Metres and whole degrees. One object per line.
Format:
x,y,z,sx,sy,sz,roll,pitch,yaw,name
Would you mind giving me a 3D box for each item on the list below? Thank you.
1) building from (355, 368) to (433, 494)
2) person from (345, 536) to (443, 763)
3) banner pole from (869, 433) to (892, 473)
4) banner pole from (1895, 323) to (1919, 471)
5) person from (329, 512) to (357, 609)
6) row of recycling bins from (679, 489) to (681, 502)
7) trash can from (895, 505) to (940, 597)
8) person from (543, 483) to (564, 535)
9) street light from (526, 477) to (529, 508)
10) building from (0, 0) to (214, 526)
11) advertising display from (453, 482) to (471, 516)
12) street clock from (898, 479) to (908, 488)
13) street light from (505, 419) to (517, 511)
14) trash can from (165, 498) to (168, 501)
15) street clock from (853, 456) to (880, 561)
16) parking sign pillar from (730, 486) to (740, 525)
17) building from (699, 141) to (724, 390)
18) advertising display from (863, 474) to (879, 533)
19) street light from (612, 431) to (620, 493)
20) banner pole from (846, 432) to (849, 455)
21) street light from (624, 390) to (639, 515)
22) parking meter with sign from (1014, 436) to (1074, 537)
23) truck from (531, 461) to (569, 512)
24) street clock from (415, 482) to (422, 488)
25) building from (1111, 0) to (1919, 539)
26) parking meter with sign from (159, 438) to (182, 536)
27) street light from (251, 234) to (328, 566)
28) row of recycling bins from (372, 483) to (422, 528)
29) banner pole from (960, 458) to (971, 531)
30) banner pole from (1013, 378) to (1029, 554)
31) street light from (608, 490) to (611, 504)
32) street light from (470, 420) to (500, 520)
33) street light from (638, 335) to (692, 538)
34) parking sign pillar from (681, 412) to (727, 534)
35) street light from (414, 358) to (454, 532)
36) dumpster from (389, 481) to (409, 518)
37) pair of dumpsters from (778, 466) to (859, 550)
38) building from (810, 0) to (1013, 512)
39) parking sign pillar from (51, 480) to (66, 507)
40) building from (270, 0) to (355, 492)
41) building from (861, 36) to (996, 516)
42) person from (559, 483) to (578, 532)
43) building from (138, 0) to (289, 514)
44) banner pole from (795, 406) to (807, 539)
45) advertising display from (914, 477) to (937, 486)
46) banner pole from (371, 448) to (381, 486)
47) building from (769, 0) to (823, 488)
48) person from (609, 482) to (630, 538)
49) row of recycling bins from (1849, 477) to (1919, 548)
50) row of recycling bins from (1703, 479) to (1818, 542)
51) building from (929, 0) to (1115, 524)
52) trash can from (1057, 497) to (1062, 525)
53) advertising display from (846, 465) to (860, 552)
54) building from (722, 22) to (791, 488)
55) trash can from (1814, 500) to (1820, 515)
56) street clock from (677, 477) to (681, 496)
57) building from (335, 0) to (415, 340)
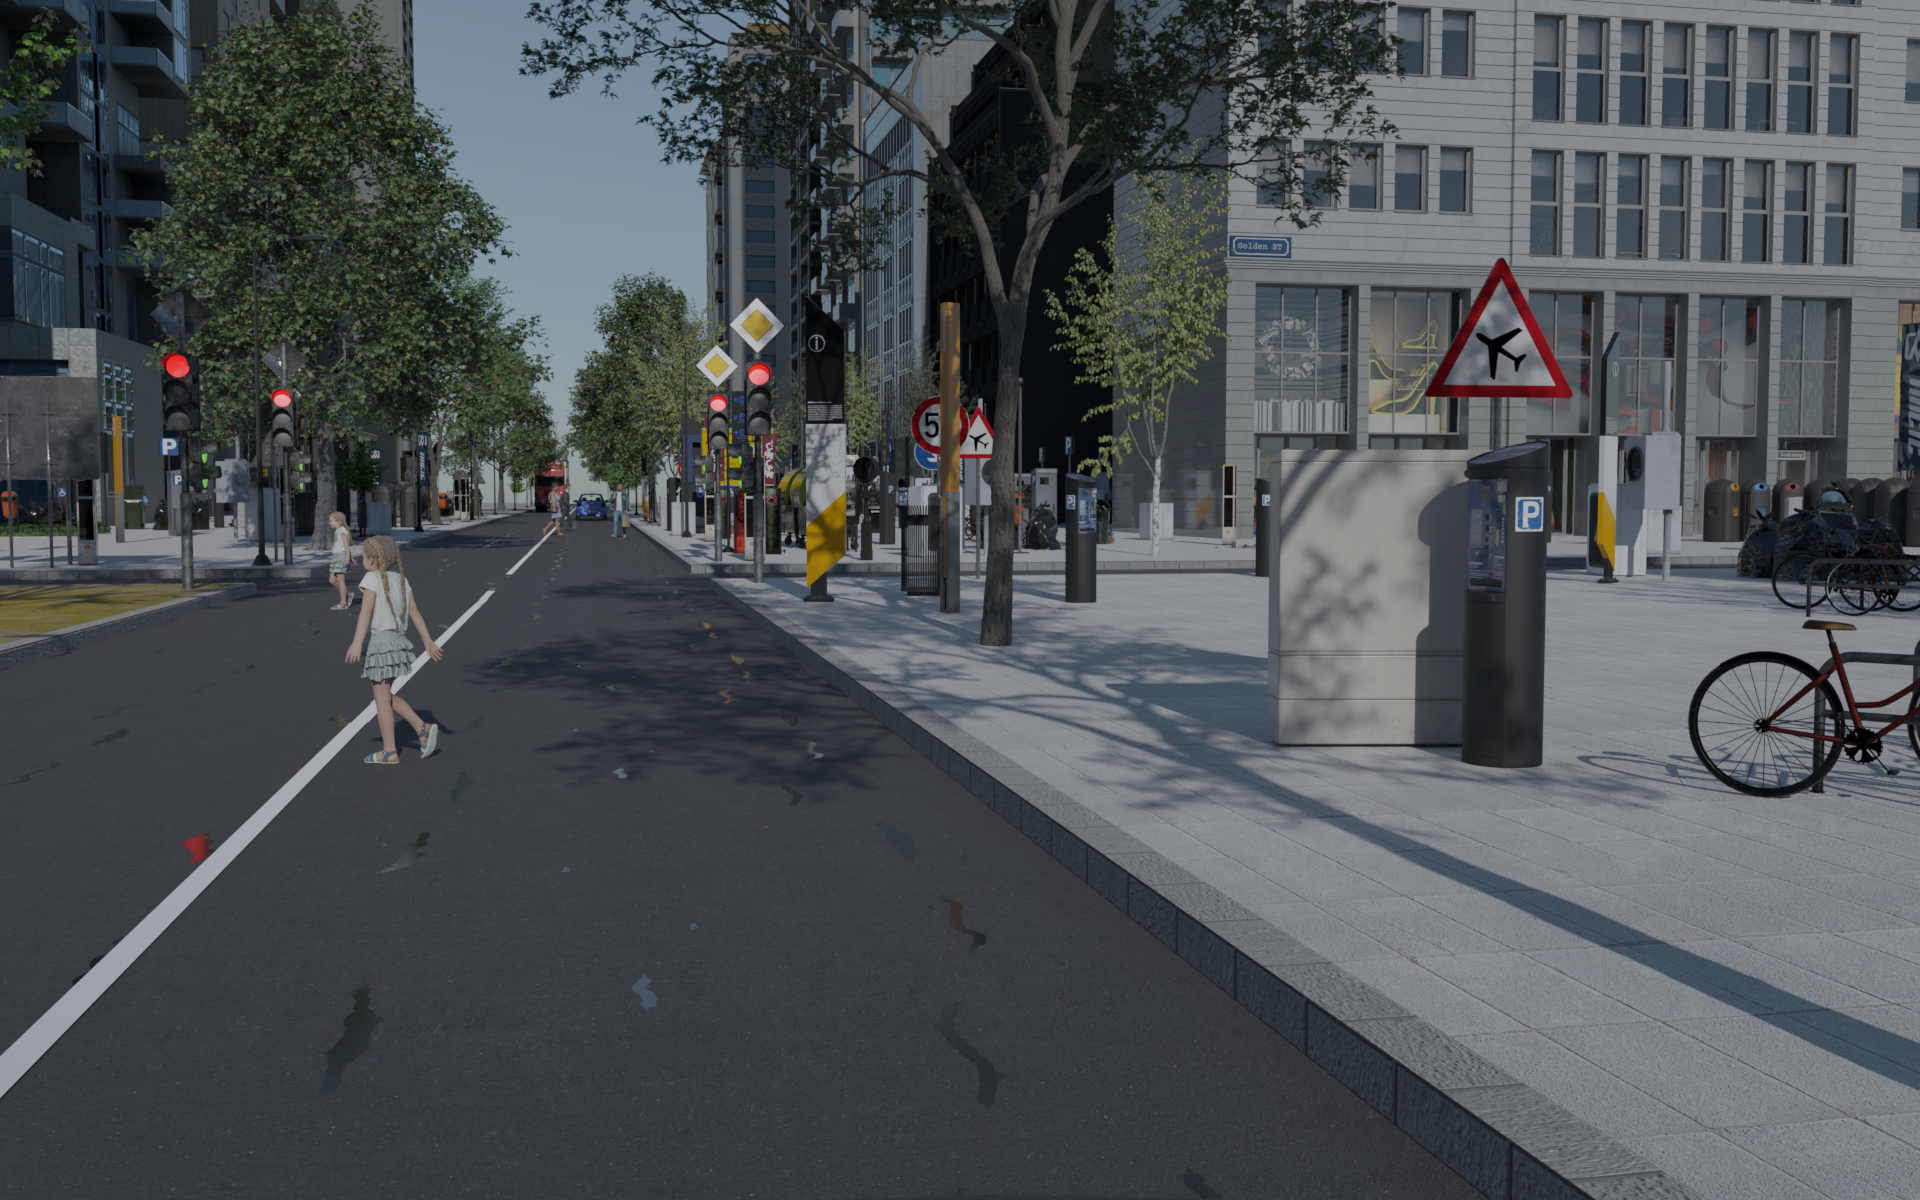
-79.148,-22.222,208.373,27.650,21.520,28.899,-1,4,-12,building
-3.018,0.266,9.167,0.382,1.210,0.505,1,4,17,person
-3.164,-4.930,70.626,0.863,3.779,0.401,-1,4,-11,banner pole
12.367,-1.965,22.144,0.401,3.779,0.863,-2,4,-27,banner pole
-7.648,-0.493,21.572,0.382,1.210,0.505,-2,4,-35,person
-15.809,-5.928,104.042,1.069,1.692,3.534,1,4,16,row of recycling bins
-0.445,-0.625,21.869,0.748,1.137,0.748,0,3,0,trash can
-13.999,-3.120,59.614,0.778,1.811,0.616,0,4,-2,person
-33.834,-9.855,133.664,1.470,5.913,1.316,-1,4,-12,street light
-47.787,-46.811,78.032,22.319,86.520,31.000,-1,4,-12,building
-26.461,-5.318,92.162,0.974,1.923,0.123,-2,4,-32,advertising display
-2.695,-4.720,81.737,0.358,2.002,0.471,-3,4,-38,street clock
-28.075,-8.194,106.507,1.470,5.913,1.316,-1,4,-12,street light
-25.517,-2.745,56.539,0.748,1.137,0.748,0,3,0,trash can
-1.808,-1.766,33.450,0.471,2.002,0.358,1,4,22,street clock
-9.001,-4.883,68.304,1.447,3.967,1.447,0,4,-4,parking sign pillar
-22.757,-40.670,254.189,28.713,52.752,27.495,-1,4,-12,building
-2.757,-3.152,56.751,0.974,1.923,0.123,3,4,36,advertising display
-20.232,-8.114,105.208,1.470,5.913,1.316,-1,4,-12,street light
-4.147,-4.376,61.570,0.401,3.779,0.863,-2,4,-32,banner pole
-14.347,-6.442,77.875,1.470,5.913,1.316,-1,4,-12,street light
2.514,-3.413,52.069,1.738,3.016,0.543,-1,4,-17,parking meter with sign
-33.071,-9.261,140.336,2.839,4.237,11.283,-1,4,-11,truck
-26.051,-4.808,83.183,0.358,2.002,0.471,1,4,15,street clock
20.833,-17.084,56.815,29.804,29.767,11.434,-1,4,-12,building
-24.040,-3.475,53.085,0.543,3.016,1.738,-3,4,-36,parking meter with sign
-11.999,-3.577,31.020,1.470,5.913,1.316,-1,4,-12,street light
-22.411,-3.628,66.434,3.534,1.692,1.069,0,4,3,row of recycling bins
0.129,-4.264,59.736,0.863,3.779,0.401,0,4,1,banner pole
1.122,-2.905,37.520,0.863,3.779,0.401,3,5,42,banner pole
-24.742,-9.403,126.276,1.470,5.913,1.316,-1,4,-12,street light
-23.472,-6.887,85.139,1.470,5.913,1.316,-1,4,-12,street light
-8.588,-4.789,50.848,1.470,5.913,1.316,-1,4,-12,street light
-8.506,-4.186,56.910,1.447,3.967,1.447,0,4,-7,parking sign pillar
-17.729,-5.252,58.419,1.470,5.913,1.316,-1,4,-12,street light
-24.894,-4.366,77.148,1.264,1.857,1.865,-1,4,-12,dumpster
-3.362,-2.387,41.525,1.574,2.255,4.437,-1,4,-12,pair of dumpsters
0.390,-31.539,135.263,23.786,49.044,30.456,-1,4,-12,building
-34.137,-4.724,65.702,1.447,3.967,1.447,-2,4,-33,parking sign pillar
-60.170,-30.450,147.974,14.600,45.320,14.200,-1,4,-12,building
1.790,-17.297,100.832,12.078,24.808,19.932,-1,4,-12,building
-15.039,-3.553,66.372,0.755,1.850,0.659,-1,4,-12,person
-59.148,-31.924,111.203,28.713,52.752,27.495,-1,4,-12,building
-4.378,-3.634,49.426,0.401,3.779,0.863,-3,5,-39,banner pole
-1.288,-3.639,64.710,0.974,1.923,0.123,3,4,36,advertising display
-28.182,-5.692,83.073,0.863,3.779,0.401,-1,4,-15,banner pole
-6.609,-44.114,159.522,20.563,71.187,20.611,-1,4,-12,building
-11.057,-2.936,56.488,0.794,1.824,0.713,1,4,11,person
23.018,-2.199,43.070,1.069,1.692,3.534,-1,4,-9,row of recycling bins
21.707,-2.403,46.407,3.534,1.692,1.069,0,4,-1,row of recycling bins
6.077,-15.503,83.144,12.332,23.373,15.834,-1,4,-12,building
3.957,-3.723,72.530,0.748,1.137,0.748,0,3,0,trash can
-2.658,-2.044,38.634,0.974,1.923,0.123,2,4,35,advertising display
-20.292,-41.812,225.624,21.231,58.520,28.212,-1,4,-12,building
21.611,-1.920,43.040,0.748,1.137,0.748,0,3,0,trash can
-12.273,-4.287,74.660,0.471,2.002,0.358,-3,5,-41,street clock
-81.367,-48.526,231.649,20.563,71.187,20.611,-1,4,-12,building
